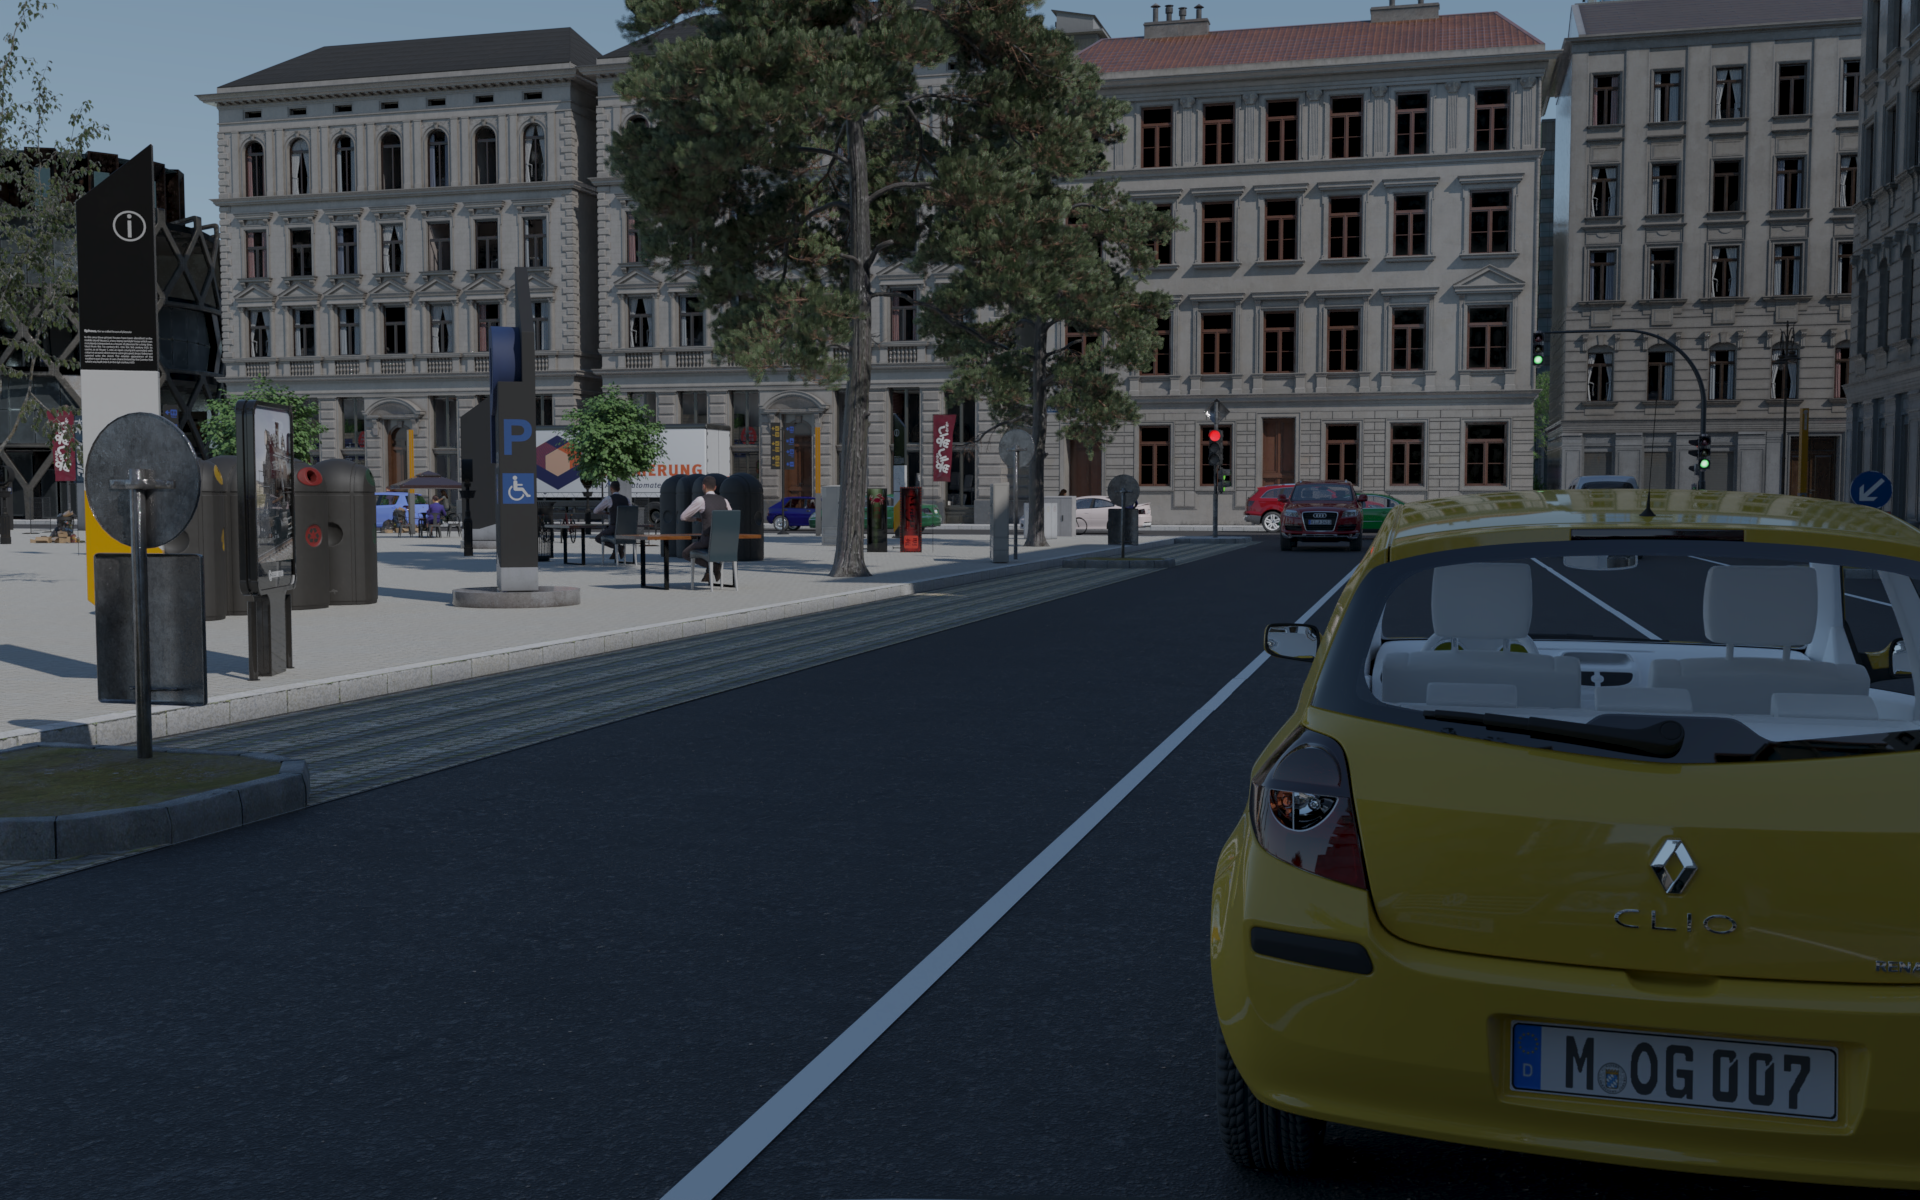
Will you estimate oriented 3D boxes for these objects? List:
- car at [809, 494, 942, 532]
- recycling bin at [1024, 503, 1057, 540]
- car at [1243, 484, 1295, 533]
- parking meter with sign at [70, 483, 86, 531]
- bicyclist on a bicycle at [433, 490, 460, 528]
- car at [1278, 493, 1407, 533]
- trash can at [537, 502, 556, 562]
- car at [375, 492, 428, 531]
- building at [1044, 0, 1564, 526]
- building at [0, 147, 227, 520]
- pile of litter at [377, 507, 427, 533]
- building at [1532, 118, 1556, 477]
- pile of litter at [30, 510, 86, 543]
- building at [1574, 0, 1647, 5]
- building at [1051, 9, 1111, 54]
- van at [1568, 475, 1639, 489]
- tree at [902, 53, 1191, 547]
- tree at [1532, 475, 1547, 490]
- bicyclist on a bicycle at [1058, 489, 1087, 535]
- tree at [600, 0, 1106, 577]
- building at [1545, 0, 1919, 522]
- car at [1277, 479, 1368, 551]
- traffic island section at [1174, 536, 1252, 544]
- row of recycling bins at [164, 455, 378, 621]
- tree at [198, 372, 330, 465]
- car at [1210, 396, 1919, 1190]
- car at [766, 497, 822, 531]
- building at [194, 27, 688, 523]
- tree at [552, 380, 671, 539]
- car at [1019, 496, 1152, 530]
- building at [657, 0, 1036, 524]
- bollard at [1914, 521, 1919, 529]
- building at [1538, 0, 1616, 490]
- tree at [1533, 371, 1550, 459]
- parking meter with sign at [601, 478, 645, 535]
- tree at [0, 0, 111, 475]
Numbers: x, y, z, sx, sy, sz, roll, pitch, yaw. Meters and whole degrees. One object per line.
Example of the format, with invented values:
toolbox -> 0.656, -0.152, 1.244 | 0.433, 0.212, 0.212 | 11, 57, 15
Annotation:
car -> -3.110, -3.121, 62.823 | 4.920, 1.459, 2.131 | 1, 4, 15
recycling bin -> 2.291, -2.244, 49.243 | 0.722, 1.027, 0.722 | 2, 4, 34
car -> 13.268, -3.431, 64.767 | 5.304, 1.827, 2.281 | 1, 4, 13
parking meter with sign -> -30.504, -3.932, 60.547 | 1.738, 3.016, 0.543 | 1, 4, 20
bicyclist on a bicycle -> -22.018, -3.892, 73.664 | 1.625, 1.676, 1.499 | 1, 4, 14
car -> 12.590, -2.850, 55.399 | 4.718, 1.807, 1.959 | 1, 4, 15
trash can -> -8.053, -1.304, 32.978 | 0.748, 1.137, 0.748 | 0, 3, 0
car -> -21.317, -3.319, 63.854 | 3.694, 1.707, 1.945 | 1, 4, 16
building -> 14.192, -14.568, 74.350 | 21.152, 22.565, 11.583 | 1, 4, 15
building -> -47.938, -13.844, 93.808 | 16.811, 18.784, 16.820 | 1, 4, 15
pile of litter -> -18.443, -2.653, 57.340 | 1.719, 0.858, 1.176 | -1, 4, -21
building -> 70.389, -30.973, 190.005 | 14.154, 41.232, 14.086 | 1, 4, 15
pile of litter -> -23.687, -1.928, 45.484 | 1.719, 0.858, 1.176 | 3, 5, 43
building -> 58.490, -28.318, 146.599 | 14.154, 41.232, 14.086 | 1, 4, 15
building -> 5.430, -37.342, 199.788 | 27.495, 52.752, 28.713 | 1, 4, 15
van -> 14.716, -2.012, 39.910 | 2.013, 2.044, 4.112 | 1, 4, 15
tree -> 1.915, -7.344, 42.135 | 6.751, 12.117, 7.091 | 0, 3, 0
tree -> 53.755, -10.223, 161.740 | 1.663, 3.219, 1.824 | 0, 3, 0
bicyclist on a bicycle -> 3.653, -3.078, 60.343 | 1.625, 1.676, 1.499 | 1, 4, 15
tree -> -1.481, -7.282, 26.479 | 7.806, 13.903, 7.818 | 0, 3, 0
building -> 32.950, -13.403, 68.287 | 18.267, 20.994, 9.793 | 1, 4, 15
car -> 9.487, -2.239, 45.273 | 2.281, 1.827, 5.304 | 1, 4, 13
traffic island section -> 7.493, -1.757, 51.005 | 2.009, 0.180, 2.903 | 1, 4, 15
row of recycling bins -> -7.645, -0.722, 18.925 | 1.069, 1.692, 3.534 | 1, 4, 15
tree -> -18.798, -3.866, 46.923 | 4.285, 4.588, 4.351 | 0, 3, 0
car -> 1.792, 0.330, 4.827 | 2.015, 1.641, 3.980 | 1, 4, 17
car -> -5.489, -3.358, 67.484 | 3.894, 1.354, 1.945 | 1, 4, 13
building -> -25.058, -15.660, 84.914 | 19.941, 23.489, 11.050 | 1, 4, 15
tree -> -10.078, -4.052, 49.956 | 4.285, 4.588, 4.351 | 0, 3, 0
car -> 4.541, -3.090, 62.883 | 4.827, 1.381, 2.083 | 1, 4, 15
building -> -5.889, -15.324, 79.426 | 19.941, 23.489, 11.050 | 1, 4, 15
bollard -> 17.996, -1.099, 32.684 | 0.404, 0.777, 0.398 | 0, 3, 0
building -> 68.740, -52.176, 165.743 | 22.319, 86.520, 31.000 | 1, 4, 15
tree -> 46.820, -12.796, 134.964 | 9.928, 11.665, 9.643 | 0, 3, 0
parking meter with sign -> -10.469, -3.496, 53.428 | 0.543, 3.016, 1.738 | 2, 4, 30
tree -> -13.172, -4.463, 23.336 | 4.360, 8.622, 3.978 | 0, 3, 0
